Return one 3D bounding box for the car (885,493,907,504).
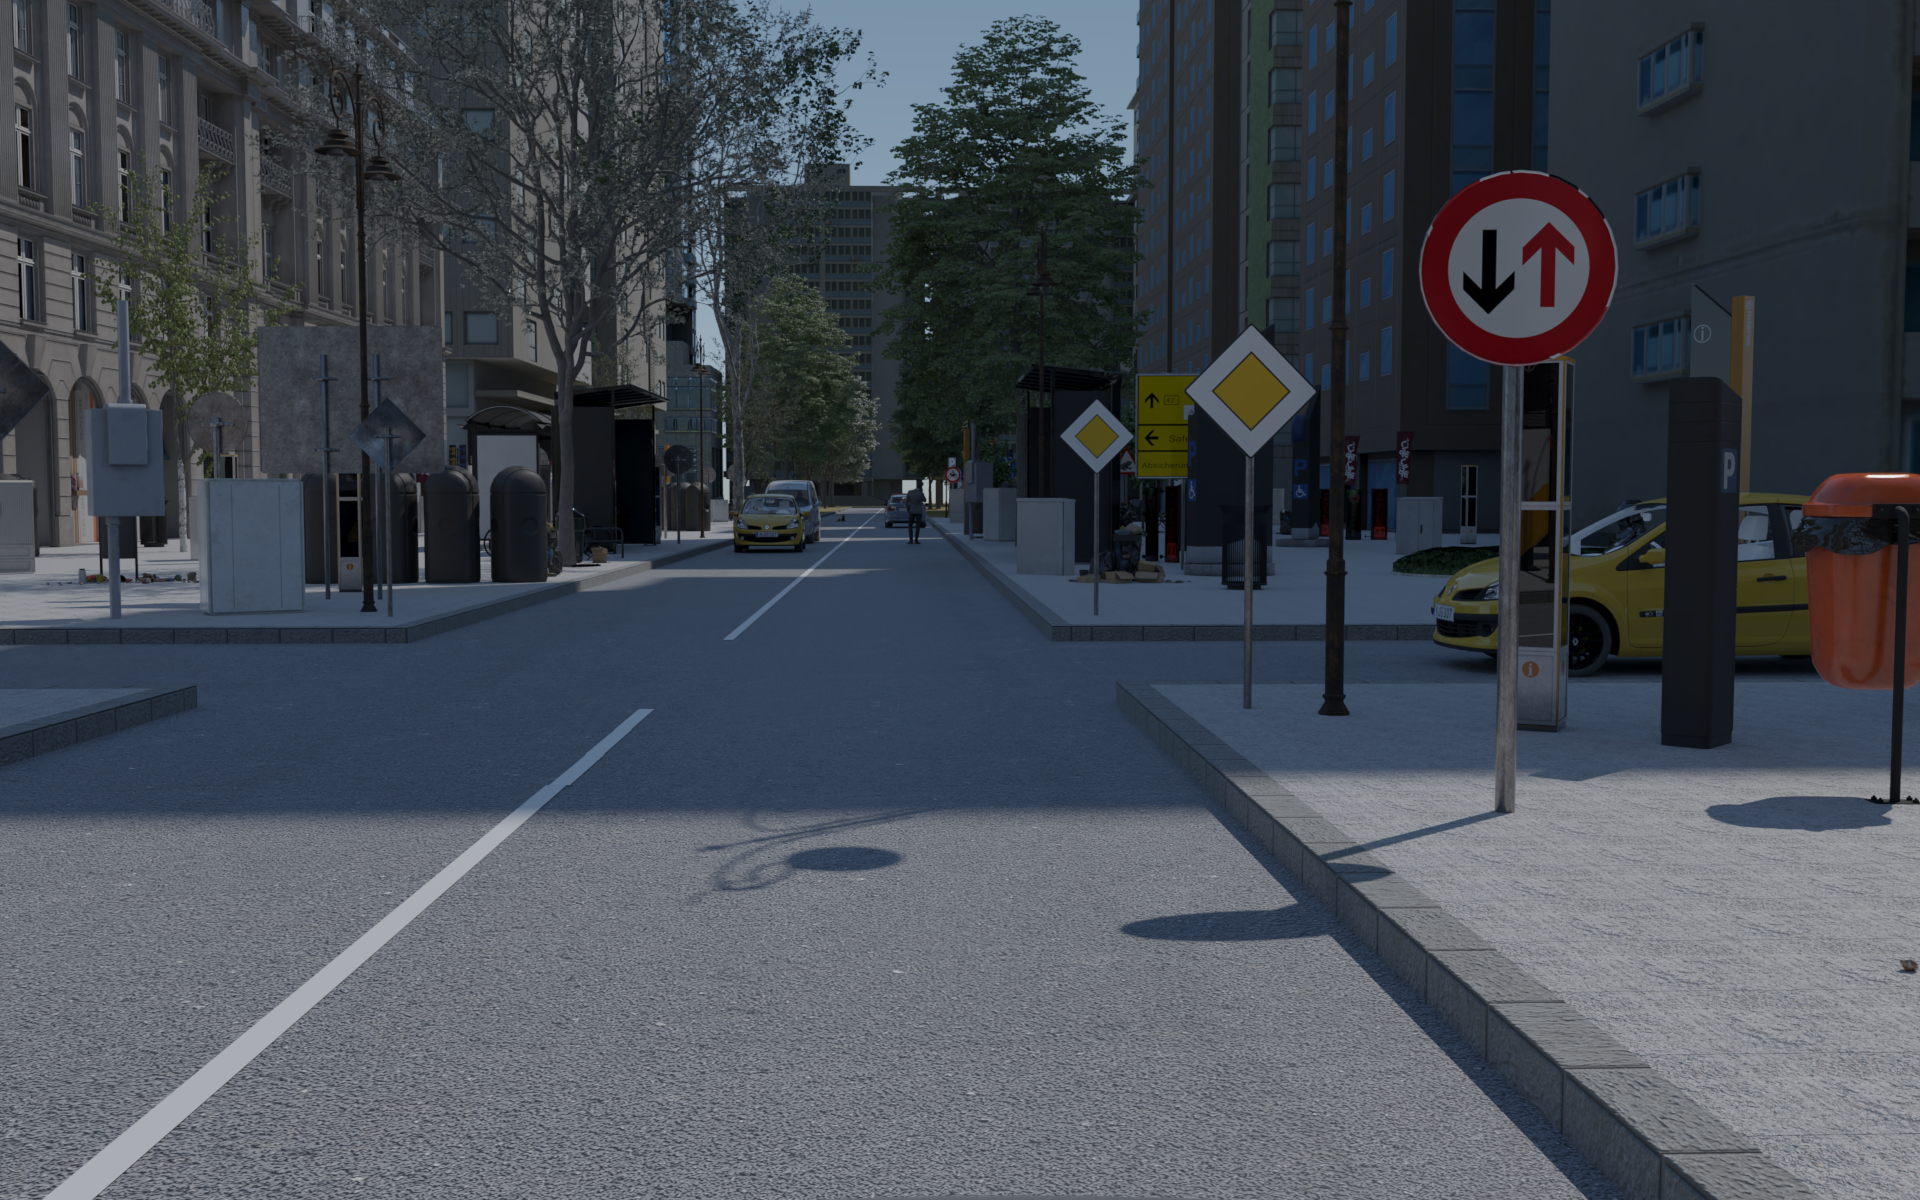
[{"bbox_3d":[-3.454,-5.792,103.744,2.155,1.783,4.494,0,4,-1],"label":"car"}]

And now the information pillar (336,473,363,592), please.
[{"bbox_3d":[-7.980,-1.112,22.679,0.304,2.012,0.304,-1,4,-11],"label":"information pillar"}]

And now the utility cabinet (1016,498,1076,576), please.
[{"bbox_3d":[1.368,-1.005,27.599,0.306,1.237,1.020,-3,5,-45],"label":"utility cabinet"}]

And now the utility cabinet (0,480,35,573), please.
[{"bbox_3d":[-15.462,-1.162,27.670,1.173,1.500,0.318,-2,4,-29],"label":"utility cabinet"}]

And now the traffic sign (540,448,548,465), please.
[{"bbox_3d":[-11.496,-2.857,46.814,0.768,2.556,0.104,0,4,8],"label":"traffic sign"}]

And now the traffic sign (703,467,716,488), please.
[{"bbox_3d":[-11.731,-4.923,80.589,0.768,2.556,0.104,0,4,5],"label":"traffic sign"}]

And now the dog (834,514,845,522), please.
[{"bbox_3d":[-6.230,-4.286,90.263,0.748,0.427,0.550,-1,4,-14],"label":"dog"}]

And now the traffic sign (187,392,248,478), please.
[{"bbox_3d":[-9.273,-1.317,21.639,0.768,2.556,0.104,0,4,1],"label":"traffic sign"}]

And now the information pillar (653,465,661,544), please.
[{"bbox_3d":[-7.890,-2.444,44.452,0.304,2.012,0.304,1,4,22],"label":"information pillar"}]

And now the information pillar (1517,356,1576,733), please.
[{"bbox_3d":[3.149,-0.302,9.436,0.304,2.012,0.304,2,4,28],"label":"information pillar"}]

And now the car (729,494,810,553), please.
[{"bbox_3d":[-4.775,-2.048,43.705,2.015,1.641,3.980,0,4,-3],"label":"car"}]

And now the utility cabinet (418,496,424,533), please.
[{"bbox_3d":[-17.926,-2.794,56.848,1.020,1.237,0.306,2,4,34],"label":"utility cabinet"}]

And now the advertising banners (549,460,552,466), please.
[{"bbox_3d":[-21.769,-5.720,89.702,2.074,3.025,0.090,0,4,4],"label":"advertising banners"}]

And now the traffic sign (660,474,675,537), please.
[{"bbox_3d":[-8.980,-3.176,51.928,0.884,2.594,0.081,0,4,4],"label":"traffic sign"}]

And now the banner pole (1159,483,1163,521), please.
[{"bbox_3d":[9.676,-5.704,83.277,0.401,3.779,0.863,1,4,16],"label":"banner pole"}]

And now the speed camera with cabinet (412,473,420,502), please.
[{"bbox_3d":[-17.311,-3.527,52.004,2.038,3.252,0.660,0,4,-8],"label":"speed camera with cabinet"}]

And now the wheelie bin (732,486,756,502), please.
[{"bbox_3d":[-8.396,-3.621,67.118,0.693,1.594,0.980,-3,5,-41],"label":"wheelie bin"}]

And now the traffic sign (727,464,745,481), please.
[{"bbox_3d":[-9.443,-4.463,73.076,0.768,2.556,0.104,0,4,4],"label":"traffic sign"}]

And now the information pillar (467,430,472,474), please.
[{"bbox_3d":[-14.107,-3.610,50.379,0.183,3.616,0.504,2,4,24],"label":"information pillar"}]

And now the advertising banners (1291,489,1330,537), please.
[{"bbox_3d":[10.942,-3.401,51.796,2.074,3.025,0.090,0,4,-5],"label":"advertising banners"}]

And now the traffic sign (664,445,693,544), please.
[{"bbox_3d":[-7.243,-2.717,44.534,0.768,2.556,0.104,0,4,3],"label":"traffic sign"}]

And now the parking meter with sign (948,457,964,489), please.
[{"bbox_3d":[0.262,-5.309,83.064,1.738,3.016,0.543,-3,5,-43],"label":"parking meter with sign"}]

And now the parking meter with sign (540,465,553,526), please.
[{"bbox_3d":[-11.063,-3.008,45.436,1.738,3.016,0.543,0,4,-4],"label":"parking meter with sign"}]

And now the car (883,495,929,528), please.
[{"bbox_3d":[-2.331,-3.841,74.806,2.014,1.417,4.499,0,4,0],"label":"car"}]

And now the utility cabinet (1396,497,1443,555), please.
[{"bbox_3d":[9.615,-1.537,36.297,0.306,1.237,1.020,-2,4,-33],"label":"utility cabinet"}]

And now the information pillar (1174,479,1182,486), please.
[{"bbox_3d":[10.301,-5.504,81.348,0.504,3.616,0.183,1,4,21],"label":"information pillar"}]

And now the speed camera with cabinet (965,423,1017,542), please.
[{"bbox_3d":[0.854,-3.264,47.703,0.660,3.252,2.038,-2,4,-27],"label":"speed camera with cabinet"}]

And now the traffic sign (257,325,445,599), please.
[{"bbox_3d":[-7.381,-1.659,21.000,2.265,3.308,0.079,0,4,3],"label":"traffic sign"}]

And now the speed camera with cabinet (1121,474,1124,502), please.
[{"bbox_3d":[3.896,-3.312,48.488,0.660,3.252,2.038,-1,4,-21],"label":"speed camera with cabinet"}]

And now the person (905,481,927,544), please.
[{"bbox_3d":[-1.277,-2.507,49.673,0.592,1.802,0.473,1,4,20],"label":"person"}]

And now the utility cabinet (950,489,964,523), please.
[{"bbox_3d":[0.105,-4.158,76.657,1.173,1.500,0.318,3,4,36],"label":"utility cabinet"}]

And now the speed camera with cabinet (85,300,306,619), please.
[{"bbox_3d":[-8.075,-1.466,18.308,2.038,3.252,0.660,-2,4,-33],"label":"speed camera with cabinet"}]

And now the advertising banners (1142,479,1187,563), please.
[{"bbox_3d":[3.959,-2.211,32.339,0.090,3.025,2.074,-2,4,-24],"label":"advertising banners"}]

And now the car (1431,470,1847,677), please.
[{"bbox_3d":[5.957,-0.252,14.339,3.980,1.641,2.015,0,4,-2],"label":"car"}]

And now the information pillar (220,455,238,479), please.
[{"bbox_3d":[-13.645,-1.702,32.317,0.304,2.012,0.304,-1,4,-12],"label":"information pillar"}]

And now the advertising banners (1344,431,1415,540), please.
[{"bbox_3d":[11.679,-3.188,48.305,2.074,3.025,0.090,-1,4,-9],"label":"advertising banners"}]

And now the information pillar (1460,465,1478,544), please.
[{"bbox_3d":[12.978,-2.426,44.162,0.304,2.012,0.304,-1,4,-13],"label":"information pillar"}]

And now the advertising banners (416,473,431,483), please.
[{"bbox_3d":[-13.524,-2.771,41.492,2.074,3.025,0.090,-3,5,-41],"label":"advertising banners"}]

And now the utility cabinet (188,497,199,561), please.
[{"bbox_3d":[-14.757,-1.380,33.721,0.306,1.237,1.020,-2,4,-33],"label":"utility cabinet"}]

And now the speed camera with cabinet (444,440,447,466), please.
[{"bbox_3d":[-18.528,-4.195,62.926,0.660,3.252,2.038,-1,4,-13],"label":"speed camera with cabinet"}]

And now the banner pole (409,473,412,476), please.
[{"bbox_3d":[-14.303,-3.315,44.215,0.401,3.779,0.863,2,4,33],"label":"banner pole"}]

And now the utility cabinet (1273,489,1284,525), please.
[{"bbox_3d":[12.711,-3.817,71.083,1.173,1.500,0.318,3,5,41],"label":"utility cabinet"}]

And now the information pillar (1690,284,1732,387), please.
[{"bbox_3d":[8.321,-1.706,19.251,0.183,3.616,0.504,-3,4,-38],"label":"information pillar"}]
